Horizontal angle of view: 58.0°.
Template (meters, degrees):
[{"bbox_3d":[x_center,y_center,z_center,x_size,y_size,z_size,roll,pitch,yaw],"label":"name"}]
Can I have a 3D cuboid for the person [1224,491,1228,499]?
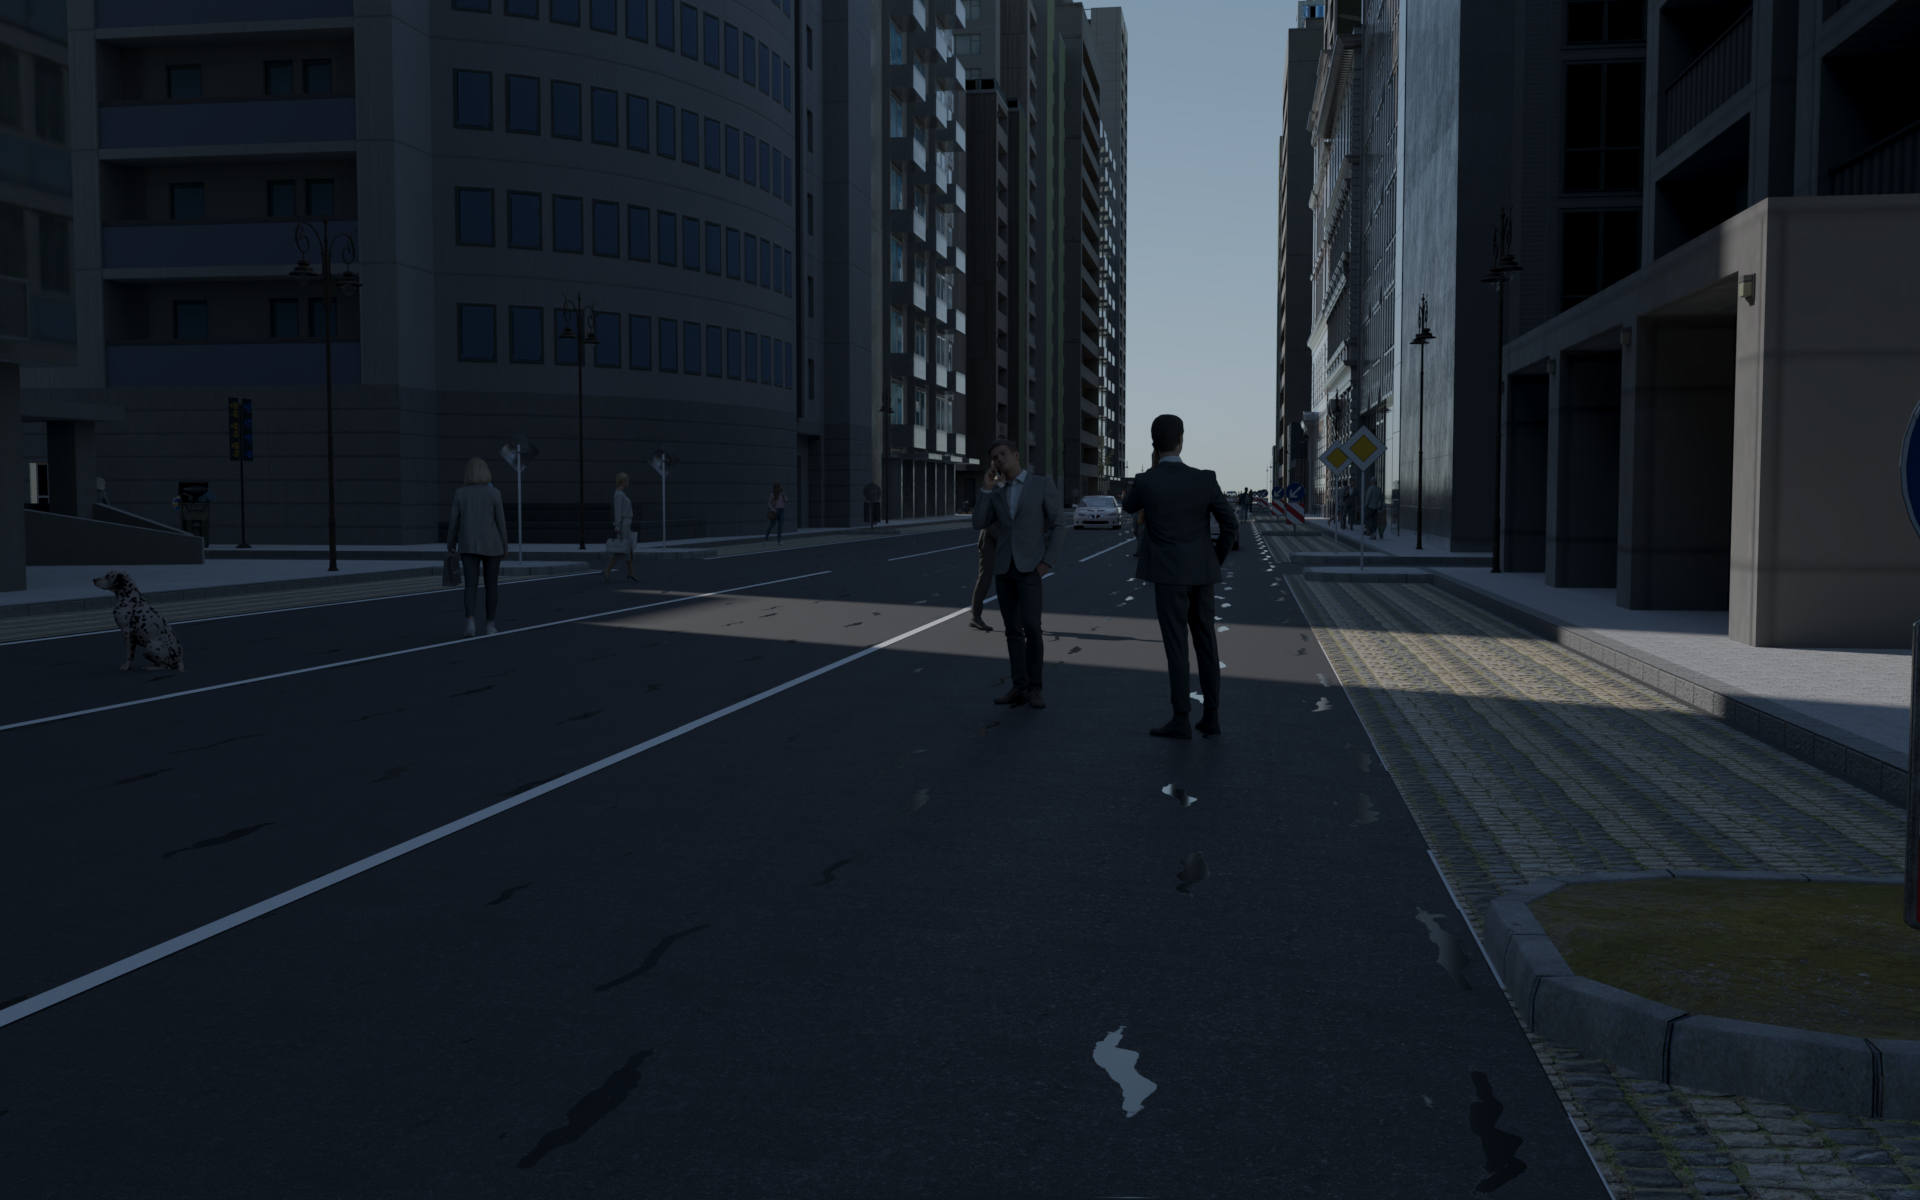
[{"bbox_3d":[29.878,-11.393,195.332,0.990,1.755,0.434,-2,4,-34],"label":"person"}]

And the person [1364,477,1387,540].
[{"bbox_3d":[11.746,-2.590,48.879,0.782,1.767,0.515,-3,4,-36],"label":"person"}]

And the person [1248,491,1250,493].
[{"bbox_3d":[42.416,-15.031,253.880,0.705,1.869,1.348,-1,4,-21],"label":"person"}]

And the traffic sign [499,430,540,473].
[{"bbox_3d":[-8.014,-1.792,31.493,0.795,2.593,0.064,1,4,9],"label":"traffic sign"}]

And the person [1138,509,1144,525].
[{"bbox_3d":[3.164,-1.162,28.508,0.522,1.701,0.512,0,4,1],"label":"person"}]

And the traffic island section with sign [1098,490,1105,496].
[{"bbox_3d":[13.485,-9.550,164.767,1.989,1.847,2.006,1,4,9],"label":"traffic island section with sign"}]

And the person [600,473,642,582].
[{"bbox_3d":[-5.552,-1.191,28.326,0.624,1.780,0.694,0,4,4],"label":"person"}]

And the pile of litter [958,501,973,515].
[{"bbox_3d":[0.584,-5.832,109.322,1.719,0.858,1.176,-1,4,-23],"label":"pile of litter"}]

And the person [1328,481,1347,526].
[{"bbox_3d":[14.982,-3.830,68.755,0.778,1.811,0.616,1,4,22],"label":"person"}]

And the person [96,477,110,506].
[{"bbox_3d":[-19.181,-1.830,38.607,0.537,1.800,0.526,1,4,11],"label":"person"}]

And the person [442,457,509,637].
[{"bbox_3d":[-4.926,-0.536,17.453,0.709,1.800,0.728,0,4,-6],"label":"person"}]

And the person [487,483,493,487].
[{"bbox_3d":[-11.236,-2.129,41.113,0.793,1.790,0.793,0,4,-3],"label":"person"}]

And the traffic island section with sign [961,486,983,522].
[{"bbox_3d":[1.188,-4.896,88.672,1.989,1.847,2.006,1,4,9],"label":"traffic island section with sign"}]

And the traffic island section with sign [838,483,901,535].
[{"bbox_3d":[-3.180,-3.241,61.613,1.989,1.847,2.006,1,4,9],"label":"traffic island section with sign"}]

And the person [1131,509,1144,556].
[{"bbox_3d":[4.143,-1.920,39.990,0.679,1.850,0.850,2,4,33],"label":"person"}]

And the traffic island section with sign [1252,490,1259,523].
[{"bbox_3d":[15.721,-4.752,86.323,1.989,1.847,2.006,1,4,9],"label":"traffic island section with sign"}]

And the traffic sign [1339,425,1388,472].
[{"bbox_3d":[6.786,-1.645,29.090,0.795,2.593,0.064,1,4,9],"label":"traffic sign"}]

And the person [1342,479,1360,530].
[{"bbox_3d":[13.867,-3.393,61.481,0.622,1.834,0.822,0,4,4],"label":"person"}]

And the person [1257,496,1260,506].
[{"bbox_3d":[35.291,-11.912,204.200,0.756,1.711,0.436,-1,4,-18],"label":"person"}]

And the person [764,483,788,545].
[{"bbox_3d":[-5.160,-2.392,48.201,0.593,1.750,0.643,-3,5,-42],"label":"person"}]

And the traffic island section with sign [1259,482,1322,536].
[{"bbox_3d":[11.373,-3.109,59.459,1.989,1.847,2.006,1,4,9],"label":"traffic island section with sign"}]

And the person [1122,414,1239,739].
[{"bbox_3d":[1.287,-0.147,10.273,0.648,1.900,0.474,-1,4,-20],"label":"person"}]

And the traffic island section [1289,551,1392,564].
[{"bbox_3d":[8.084,-0.903,37.052,2.009,0.180,2.903,1,4,9],"label":"traffic island section"}]

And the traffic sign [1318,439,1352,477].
[{"bbox_3d":[8.060,-2.127,36.973,0.795,2.593,0.064,1,4,9],"label":"traffic sign"}]

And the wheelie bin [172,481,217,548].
[{"bbox_3d":[-18.200,-2.039,41.242,0.980,1.594,0.693,-2,4,-30],"label":"wheelie bin"}]

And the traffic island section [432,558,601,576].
[{"bbox_3d":[-8.038,-0.568,31.564,2.009,0.180,2.903,1,4,9],"label":"traffic island section"}]

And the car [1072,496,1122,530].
[{"bbox_3d":[5.714,-3.623,71.601,2.083,1.381,4.827,0,4,7],"label":"car"}]

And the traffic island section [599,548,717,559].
[{"bbox_3d":[-6.765,-1.050,39.447,2.009,0.180,2.903,1,4,9],"label":"traffic island section"}]

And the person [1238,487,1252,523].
[{"bbox_3d":[14.100,-4.699,85.668,0.623,1.781,0.721,0,4,-1],"label":"person"}]

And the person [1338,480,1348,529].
[{"bbox_3d":[14.352,-3.558,64.419,0.606,1.804,0.583,3,5,43],"label":"person"}]

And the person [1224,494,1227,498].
[{"bbox_3d":[22.474,-8.298,147.408,0.421,1.427,0.697,-1,4,-19],"label":"person"}]

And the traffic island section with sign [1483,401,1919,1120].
[{"bbox_3d":[2.563,0.232,4.829,1.989,1.847,2.006,1,4,9],"label":"traffic island section with sign"}]

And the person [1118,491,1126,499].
[{"bbox_3d":[16.657,-10.302,177.475,0.750,1.759,0.617,-2,4,-27],"label":"person"}]

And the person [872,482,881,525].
[{"bbox_3d":[-3.638,-4.049,72.346,0.391,1.810,0.635,3,5,39],"label":"person"}]

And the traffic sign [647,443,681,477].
[{"bbox_3d":[-6.740,-2.274,39.376,0.795,2.593,0.064,1,4,9],"label":"traffic sign"}]

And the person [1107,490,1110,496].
[{"bbox_3d":[12.316,-8.278,143.990,0.705,1.807,1.348,1,4,13],"label":"person"}]

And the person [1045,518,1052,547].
[{"bbox_3d":[2.377,-2.345,46.801,0.622,1.834,0.822,3,5,40],"label":"person"}]

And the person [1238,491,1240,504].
[{"bbox_3d":[40.589,-14.896,252.016,0.705,1.831,1.348,1,4,14],"label":"person"}]

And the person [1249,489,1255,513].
[{"bbox_3d":[22.258,-7.574,132.365,0.705,1.821,1.348,0,4,-5],"label":"person"}]

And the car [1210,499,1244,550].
[{"bbox_3d":[6.489,-2.061,46.059,2.083,1.381,4.827,1,4,10],"label":"car"}]

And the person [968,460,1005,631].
[{"bbox_3d":[0.452,-0.605,18.171,0.755,1.850,0.659,1,4,22],"label":"person"}]

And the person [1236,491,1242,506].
[{"bbox_3d":[32.670,-11.779,201.106,1.348,1.821,0.705,-1,4,-15],"label":"person"}]

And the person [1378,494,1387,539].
[{"bbox_3d":[12.087,-2.411,49.711,0.306,1.304,0.590,1,4,17],"label":"person"}]

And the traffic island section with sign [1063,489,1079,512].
[{"bbox_3d":[9.186,-7.922,138.155,1.989,1.847,2.006,1,4,9],"label":"traffic island section with sign"}]

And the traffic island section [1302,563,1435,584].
[{"bbox_3d":[6.810,-0.421,29.169,2.009,0.180,2.903,1,4,9],"label":"traffic island section"}]

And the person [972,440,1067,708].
[{"bbox_3d":[0.402,-0.190,11.785,0.473,1.802,0.592,-3,5,-45],"label":"person"}]
